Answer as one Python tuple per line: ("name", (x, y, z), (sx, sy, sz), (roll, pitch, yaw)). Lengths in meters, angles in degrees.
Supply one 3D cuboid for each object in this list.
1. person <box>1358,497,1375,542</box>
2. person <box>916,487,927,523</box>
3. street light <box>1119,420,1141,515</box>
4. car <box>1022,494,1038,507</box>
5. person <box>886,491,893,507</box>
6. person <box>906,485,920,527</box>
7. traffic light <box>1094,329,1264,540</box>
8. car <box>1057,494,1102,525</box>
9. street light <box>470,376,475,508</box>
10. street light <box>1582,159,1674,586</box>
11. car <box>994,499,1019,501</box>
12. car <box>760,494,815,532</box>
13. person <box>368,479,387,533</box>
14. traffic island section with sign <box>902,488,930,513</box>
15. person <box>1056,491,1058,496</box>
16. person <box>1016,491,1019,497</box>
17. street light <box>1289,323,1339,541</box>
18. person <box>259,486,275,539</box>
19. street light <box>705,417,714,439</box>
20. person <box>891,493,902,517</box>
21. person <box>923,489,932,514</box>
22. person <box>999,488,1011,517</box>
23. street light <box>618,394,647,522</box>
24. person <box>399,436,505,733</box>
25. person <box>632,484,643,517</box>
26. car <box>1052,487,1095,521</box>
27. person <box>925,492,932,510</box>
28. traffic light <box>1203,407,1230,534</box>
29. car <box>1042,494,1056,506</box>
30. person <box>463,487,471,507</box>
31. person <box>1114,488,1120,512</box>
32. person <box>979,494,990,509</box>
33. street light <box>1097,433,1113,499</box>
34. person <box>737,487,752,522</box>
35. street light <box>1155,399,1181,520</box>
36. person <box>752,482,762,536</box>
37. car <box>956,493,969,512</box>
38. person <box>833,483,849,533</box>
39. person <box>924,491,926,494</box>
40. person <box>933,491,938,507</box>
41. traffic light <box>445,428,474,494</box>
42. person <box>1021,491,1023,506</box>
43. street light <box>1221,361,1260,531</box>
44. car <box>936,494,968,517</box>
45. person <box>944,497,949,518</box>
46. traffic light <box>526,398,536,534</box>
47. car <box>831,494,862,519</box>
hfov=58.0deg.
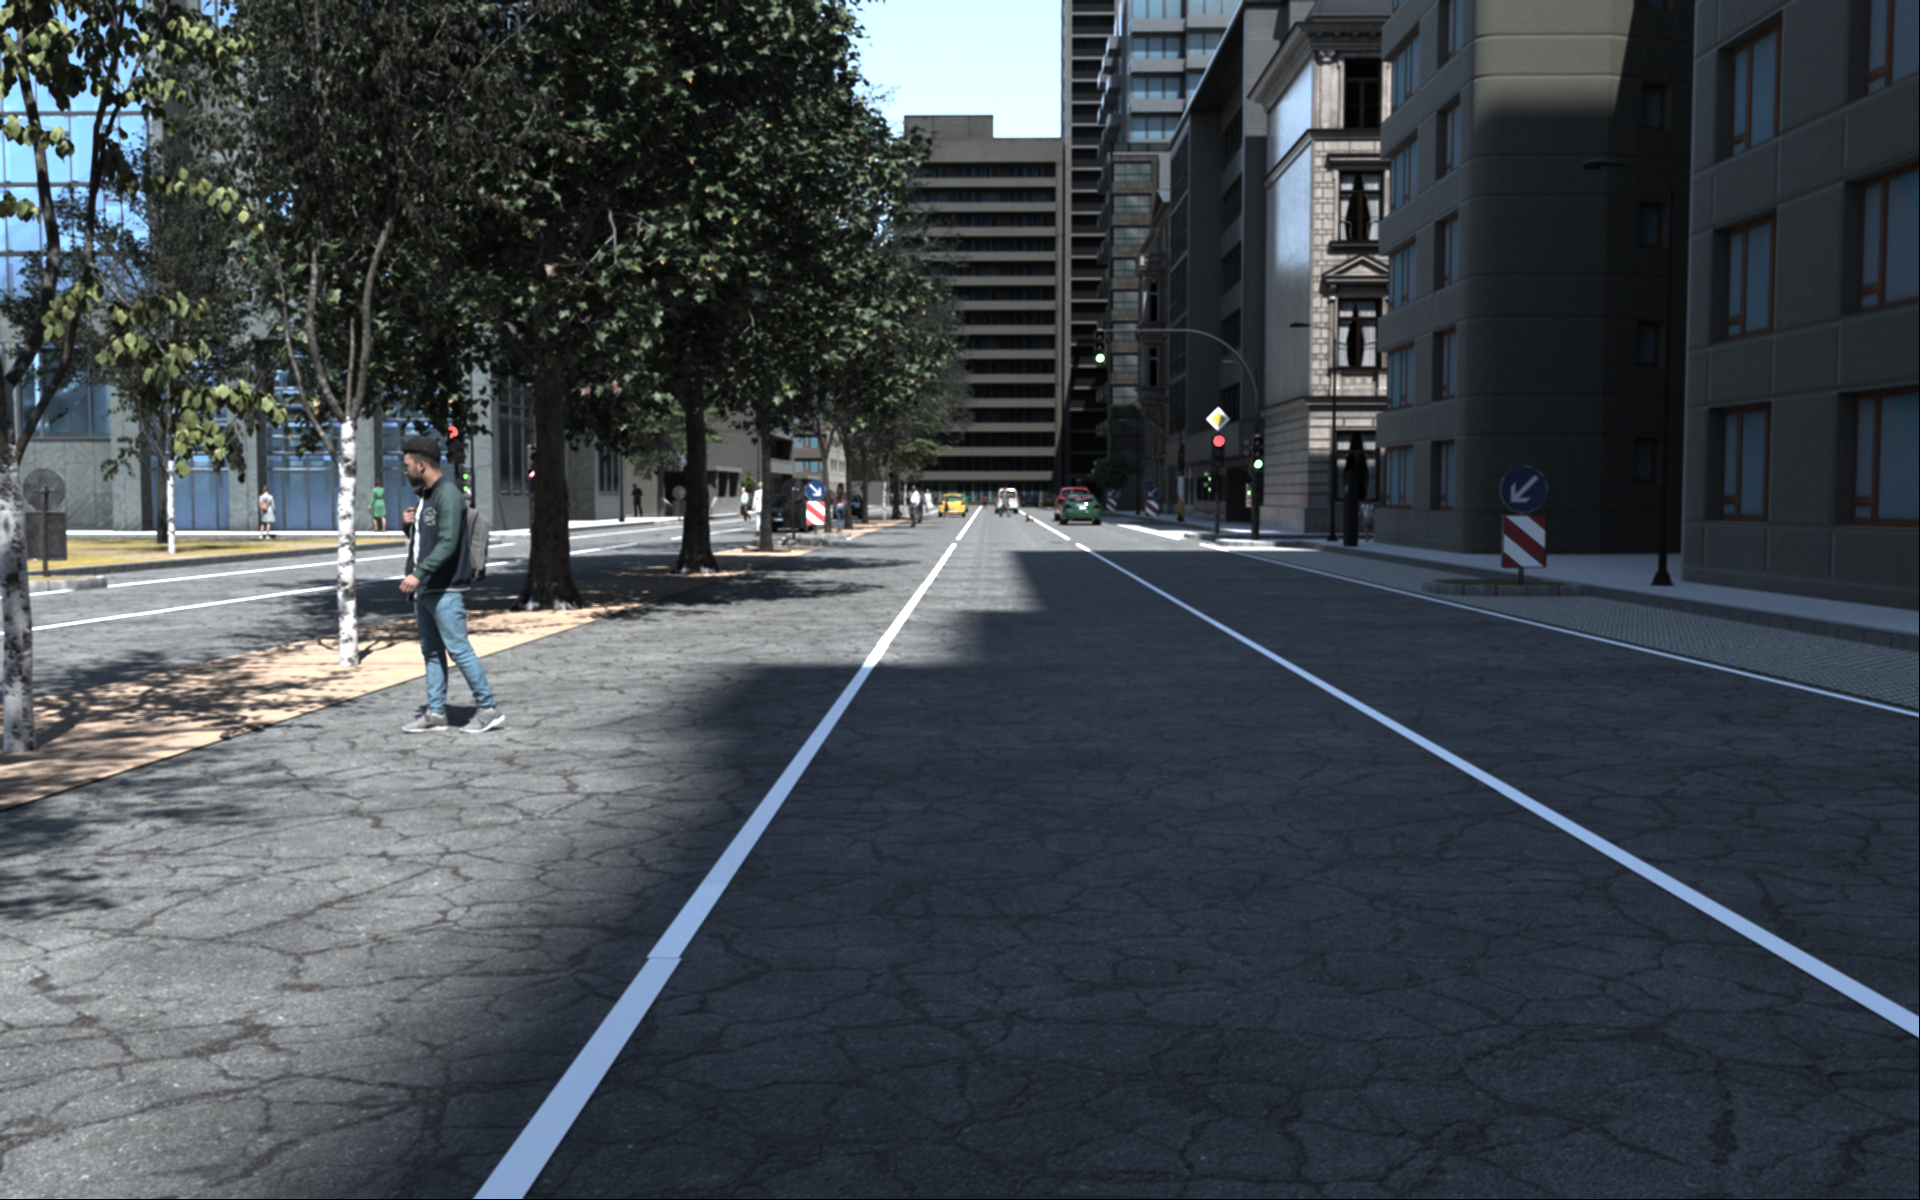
("person", (10.846, -2.149, 46.200), (0.505, 1.210, 0.382), (1, 4, 9))
("person", (-1.979, -4.674, 85.193), (0.678, 1.792, 0.850), (0, 4, -7))
("street light", (10.577, -8.291, 108.095), (1.470, 5.913, 1.316), (0, 4, 1))
("car", (8.056, -11.455, 199.299), (2.014, 1.417, 4.499), (0, 4, 0))
("person", (-7.444, -11.172, 191.239), (1.350, 1.814, 0.705), (0, 4, 1))
("person", (-2.065, -4.096, 75.572), (0.679, 1.850, 0.850), (1, 4, 20))
("traffic light", (6.057, -4.471, 47.770), (4.771, 5.953, 1.251), (0, 4, 1))
("car", (5.675, -4.274, 81.680), (2.131, 1.459, 4.920), (0, 4, 1))
("street light", (-15.282, -5.113, 56.139), (1.470, 5.913, 1.316), (0, 4, 1))
("street light", (9.339, -3.160, 24.206), (1.470, 5.913, 1.316), (0, 4, 1))
("car", (3.717, -7.847, 138.519), (2.015, 1.641, 3.980), (0, 4, 2))
("car", (-6.607, -3.458, 66.322), (2.009, 1.686, 4.222), (0, 4, 2))
("person", (-19.280, -3.128, 57.438), (0.529, 1.795, 0.600), (3, 4, 37))
("traffic island section with sign", (-3.309, -7.514, 130.983), (2.006, 1.907, 1.989), (0, 4, 1))
("person", (10.578, -10.923, 187.112), (1.348, 1.821, 0.705), (2, 4, 28))
("person", (6.107, -11.065, 189.502), (0.705, 1.812, 1.348), (-2, 4, -34))
("street light", (9.622, -4.559, 47.084), (1.470, 5.913, 1.316), (0, 4, 1))
("person", (-21.869, -2.759, 54.610), (0.512, 1.701, 0.522), (0, 4, -5))
("street light", (-14.527, -7.957, 102.632), (1.470, 5.913, 1.316), (0, 4, 1))
("person", (-3.967, -6.098, 108.303), (0.850, 1.850, 0.679), (-2, 4, -30))
("person", (-2.282, -7.030, 123.789), (0.694, 1.780, 0.624), (1, 4, 16))
("person", (2.855, -6.121, 108.682), (0.767, 1.812, 0.694), (2, 4, 25))
("street light", (-14.927, -6.512, 79.016), (1.470, 5.913, 1.316), (0, 4, 1))
("person", (-3.141, -0.098, 10.445), (0.721, 1.781, 0.623), (-3, 5, -43))
("person", (-18.285, -5.644, 98.123), (0.655, 1.846, 0.447), (0, 4, 7))
("car", (6.118, -5.163, 93.085), (2.281, 1.827, 5.304), (0, 4, 2))
("person", (-2.979, -9.183, 159.425), (0.721, 1.735, 1.217), (-3, 4, -36))
("traffic light", (8.288, -4.094, 55.860), (0.839, 4.253, 0.868), (0, 4, 1))
("car", (10.663, -11.919, 205.098), (2.015, 1.641, 3.980), (0, 4, 0))
("person", (-16.297, -3.130, 57.399), (0.526, 1.800, 0.537), (2, 4, 33))
("person", (11.234, -7.198, 124.312), (0.593, 1.750, 0.643), (1, 4, 12))
("person", (2.404, -9.473, 166.646), (1.065, 1.426, 0.557), (-1, 4, -11))
("street light", (11.016, -9.690, 130.971), (1.470, 5.913, 1.316), (0, 4, 1))
("person", (-10.931, -4.816, 87.735), (0.515, 1.767, 0.782), (-3, 5, -40))
("street light", (10.218, -6.853, 84.593), (1.470, 5.913, 1.316), (0, 4, 1))
("person", (-6.705, -3.083, 58.792), (0.818, 1.842, 0.514), (3, 5, 43))
("car", (-0.288, -7.787, 136.116), (1.959, 1.807, 4.718), (0, 4, -1))
("person", (-4.124, -3.152, 60.042), (0.555, 1.821, 0.388), (-1, 4, -13))
("person", (-4.004, -12.069, 206.541), (0.721, 1.743, 1.217), (0, 4, -2))
("person", (-2.723, -11.500, 196.966), (0.683, 1.767, 0.568), (0, 4, 6))
("traffic light", (-14.008, -3.628, 48.240), (0.839, 4.253, 0.868), (0, 4, 1))
("person", (7.485, -12.205, 208.189), (0.705, 1.807, 1.348), (1, 4, 8))
("street light", (9.803, -5.384, 60.571), (1.470, 5.913, 1.316), (0, 4, 1))
("car", (-0.500, -6.059, 109.295), (2.015, 1.641, 3.980), (0, 3, 0))
("person", (-0.776, -5.463, 102.490), (0.373, 1.253, 0.362), (-1, 4, -21))
("traffic light", (-11.778, -4.988, 56.223), (4.771, 5.953, 1.251), (0, 4, 1))
("car", (-6.564, -5.667, 102.443), (2.009, 1.686, 4.222), (0, 3, 0))
